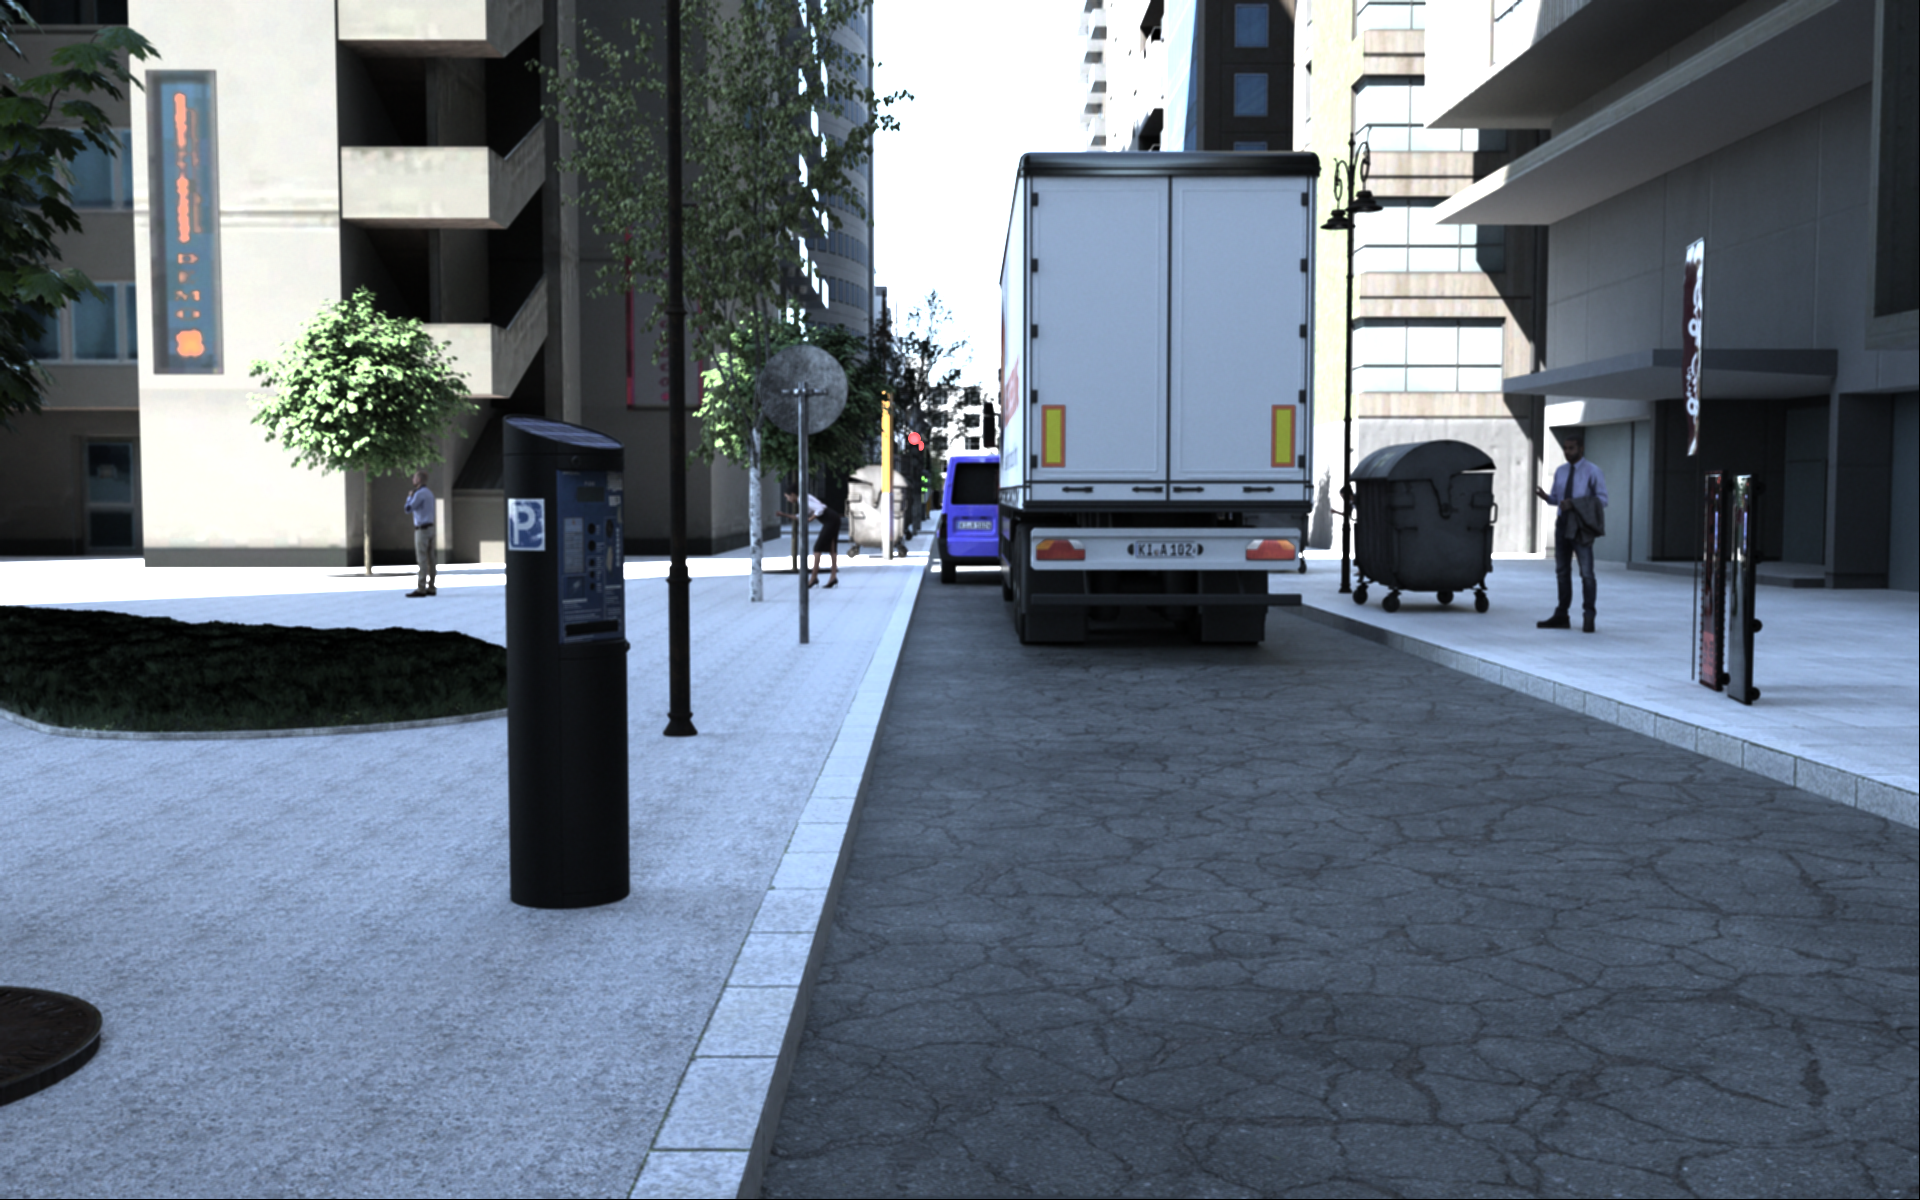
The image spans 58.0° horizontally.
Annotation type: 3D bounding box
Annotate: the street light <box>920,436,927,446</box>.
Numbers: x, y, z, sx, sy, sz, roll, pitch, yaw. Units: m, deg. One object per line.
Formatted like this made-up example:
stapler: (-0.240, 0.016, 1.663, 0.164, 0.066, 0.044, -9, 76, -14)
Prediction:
street light: (-2.111, -7.288, 91.945, 0.468, 5.910, 1.993, 0, 4, 0)

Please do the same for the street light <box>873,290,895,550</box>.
street light: (-1.716, -4.074, 39.395, 0.468, 5.910, 1.993, 0, 4, 0)

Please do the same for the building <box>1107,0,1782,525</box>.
building: (22.342, -30.702, 91.217, 28.713, 52.752, 27.495, 0, 4, 0)

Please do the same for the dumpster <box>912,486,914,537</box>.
dumpster: (-1.938, -2.609, 48.413, 1.264, 1.857, 1.865, 0, 4, -1)

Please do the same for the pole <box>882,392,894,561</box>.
pole: (-1.377, -2.400, 33.091, 0.158, 3.312, 0.155, 0, 3, 0)

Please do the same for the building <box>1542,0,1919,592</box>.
building: (22.869, -26.412, 21.071, 28.713, 52.752, 27.495, 0, 4, 0)

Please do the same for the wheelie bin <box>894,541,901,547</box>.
wheelie bin: (-1.789, -2.072, 41.791, 0.693, 1.594, 0.980, 1, 4, 11)

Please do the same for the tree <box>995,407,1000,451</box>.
tree: (4.451, -10.763, 126.334, 4.737, 8.622, 4.395, 0, 3, 0)

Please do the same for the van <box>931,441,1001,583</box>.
van: (0.605, -1.532, 29.425, 2.240, 2.365, 5.245, 0, 4, 0)

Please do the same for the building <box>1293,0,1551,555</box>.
building: (15.401, -21.954, 42.544, 14.154, 41.232, 14.086, 0, 4, 0)

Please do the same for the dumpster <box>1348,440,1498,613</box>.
dumpster: (5.169, -0.834, 19.389, 1.264, 1.857, 1.865, 0, 4, -1)

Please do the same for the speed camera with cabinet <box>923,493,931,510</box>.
speed camera with cabinet: (-2.520, -8.470, 132.818, 0.660, 3.252, 2.038, 0, 4, 0)

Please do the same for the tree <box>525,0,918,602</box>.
tree: (-2.671, -4.284, 20.402, 4.737, 8.622, 4.395, 0, 3, 0)

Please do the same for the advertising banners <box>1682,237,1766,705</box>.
advertising banners: (4.968, -0.928, 11.356, 0.090, 3.025, 2.074, 1, 4, 11)

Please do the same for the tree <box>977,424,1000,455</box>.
tree: (3.760, -12.899, 161.255, 4.360, 8.622, 3.978, 0, 3, 0)

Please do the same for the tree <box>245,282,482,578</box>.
tree: (-9.165, -2.641, 26.895, 4.285, 4.588, 4.351, 0, 3, 0)

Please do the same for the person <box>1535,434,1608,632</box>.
person: (5.679, -0.631, 16.234, 0.599, 1.838, 0.709, -2, 4, -34)

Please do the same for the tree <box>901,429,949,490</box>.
tree: (-3.640, -15.019, 195.927, 4.360, 8.622, 3.978, 0, 3, 0)

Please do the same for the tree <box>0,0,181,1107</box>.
tree: (-2.526, -0.566, 3.863, 1.663, 3.219, 1.824, 0, 3, 0)

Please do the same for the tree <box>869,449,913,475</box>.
tree: (-2.713, -4.296, 64.845, 1.663, 3.219, 1.824, 0, 3, 0)

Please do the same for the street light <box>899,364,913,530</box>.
street light: (-1.929, -5.434, 61.632, 0.468, 5.910, 1.993, 0, 4, 0)

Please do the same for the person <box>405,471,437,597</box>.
person: (-6.753, -0.831, 21.694, 0.319, 1.574, 0.516, 1, 4, 13)

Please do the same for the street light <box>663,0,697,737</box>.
street light: (-1.492, -2.219, 9.064, 0.468, 5.910, 1.993, 0, 4, 0)

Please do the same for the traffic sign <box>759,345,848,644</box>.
traffic sign: (-1.339, -0.899, 14.805, 0.768, 2.556, 0.104, 0, 4, 2)

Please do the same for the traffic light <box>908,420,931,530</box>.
traffic light: (-1.438, -4.425, 61.268, 0.839, 4.253, 0.868, 0, 4, 0)

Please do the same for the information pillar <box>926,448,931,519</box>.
information pillar: (-1.614, -5.962, 88.828, 0.183, 3.616, 0.504, 1, 4, 17)

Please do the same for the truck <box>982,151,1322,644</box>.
truck: (1.721, -1.888, 19.789, 2.839, 4.237, 11.283, 0, 4, 0)

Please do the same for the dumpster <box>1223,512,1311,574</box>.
dumpster: (5.045, -1.394, 28.557, 1.264, 1.857, 1.865, 0, 4, 0)

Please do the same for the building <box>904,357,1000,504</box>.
building: (3.123, -22.302, 231.102, 31.486, 18.905, 16.747, 0, 4, 0)

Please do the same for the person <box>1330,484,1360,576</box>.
person: (6.267, -1.098, 27.180, 0.628, 1.438, 0.799, 3, 5, 42)

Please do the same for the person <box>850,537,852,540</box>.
person: (-2.866, -1.941, 48.258, 0.381, 0.543, 0.357, 2, 4, 25)

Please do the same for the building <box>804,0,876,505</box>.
building: (-16.902, -35.271, 118.674, 21.231, 58.520, 28.212, 0, 4, 0)

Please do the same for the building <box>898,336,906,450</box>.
building: (-13.832, -20.200, 186.686, 16.016, 20.091, 11.380, 0, 4, 0)

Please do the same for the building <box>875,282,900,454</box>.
building: (-20.155, -19.611, 164.619, 27.936, 21.610, 32.646, 0, 4, 0)

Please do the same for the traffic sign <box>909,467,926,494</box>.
traffic sign: (-1.735, -4.153, 68.000, 0.768, 2.556, 0.104, 0, 4, 6)

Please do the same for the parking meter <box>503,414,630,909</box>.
parking meter: (-1.245, 0.179, 5.487, 0.372, 1.533, 0.369, 0, 3, 0)

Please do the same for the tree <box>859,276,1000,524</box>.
tree: (-1.735, -8.518, 73.675, 7.601, 10.594, 8.767, 0, 4, -1)

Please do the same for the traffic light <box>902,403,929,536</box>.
traffic light: (-1.376, -3.937, 53.283, 0.839, 4.253, 0.868, 0, 4, 0)

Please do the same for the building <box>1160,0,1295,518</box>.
building: (16.041, -25.702, 70.345, 14.200, 45.320, 14.600, 0, 4, 0)

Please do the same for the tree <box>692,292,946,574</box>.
tree: (-2.686, -2.727, 28.302, 4.285, 4.588, 4.351, 0, 3, 0)

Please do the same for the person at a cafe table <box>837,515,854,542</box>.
person at a cafe table: (-2.854, -2.176, 46.436, 1.726, 1.238, 1.698, 0, 4, -4)

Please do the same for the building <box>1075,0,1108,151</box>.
building: (19.665, -30.623, 120.293, 23.786, 49.044, 30.456, 0, 4, 0)

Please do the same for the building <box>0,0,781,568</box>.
building: (-15.695, -25.388, 38.797, 21.600, 48.544, 21.300, 0, 4, 0)

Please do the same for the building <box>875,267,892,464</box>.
building: (-13.561, -17.500, 142.539, 16.016, 20.091, 11.380, 0, 4, 0)

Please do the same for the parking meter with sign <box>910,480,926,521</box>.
parking meter with sign: (-2.048, -5.256, 82.194, 0.543, 3.016, 1.738, 1, 4, 16)

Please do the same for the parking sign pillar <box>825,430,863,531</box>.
parking sign pillar: (-4.076, -4.425, 60.820, 1.447, 3.967, 1.447, 0, 4, 1)

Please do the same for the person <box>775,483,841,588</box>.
person: (-2.031, -0.879, 23.600, 0.799, 1.438, 0.628, -2, 4, -35)

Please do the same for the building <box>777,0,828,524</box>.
building: (-17.664, -28.016, 77.670, 23.786, 49.044, 30.456, 0, 4, 0)

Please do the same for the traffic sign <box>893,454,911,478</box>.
traffic sign: (-1.543, -2.567, 44.106, 0.606, 2.300, 0.079, 1, 4, 8)

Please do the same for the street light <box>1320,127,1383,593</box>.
street light: (5.007, -3.029, 22.318, 0.468, 5.910, 1.993, 0, 4, 0)

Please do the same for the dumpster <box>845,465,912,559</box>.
dumpster: (-1.667, -1.784, 34.929, 1.264, 1.857, 1.865, 0, 4, -1)
